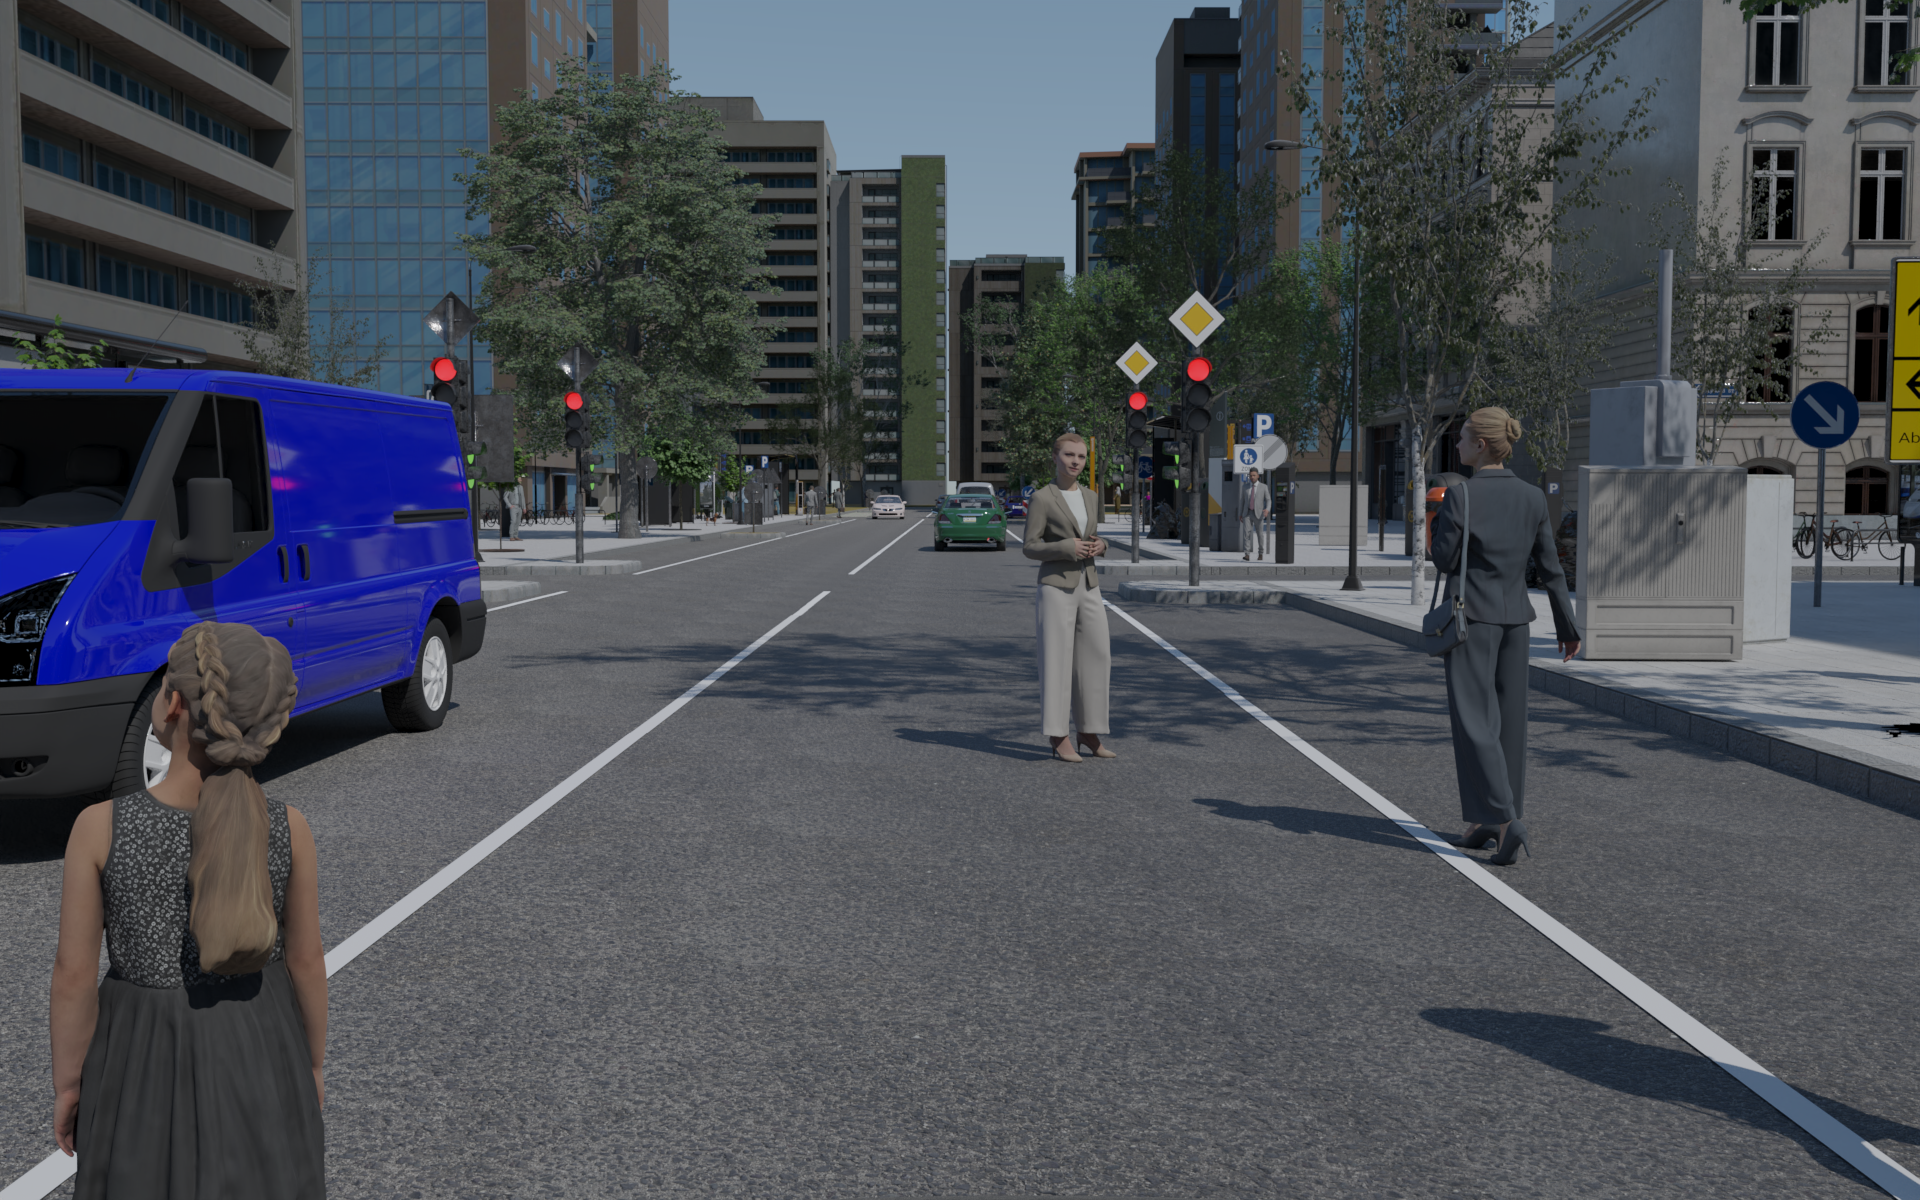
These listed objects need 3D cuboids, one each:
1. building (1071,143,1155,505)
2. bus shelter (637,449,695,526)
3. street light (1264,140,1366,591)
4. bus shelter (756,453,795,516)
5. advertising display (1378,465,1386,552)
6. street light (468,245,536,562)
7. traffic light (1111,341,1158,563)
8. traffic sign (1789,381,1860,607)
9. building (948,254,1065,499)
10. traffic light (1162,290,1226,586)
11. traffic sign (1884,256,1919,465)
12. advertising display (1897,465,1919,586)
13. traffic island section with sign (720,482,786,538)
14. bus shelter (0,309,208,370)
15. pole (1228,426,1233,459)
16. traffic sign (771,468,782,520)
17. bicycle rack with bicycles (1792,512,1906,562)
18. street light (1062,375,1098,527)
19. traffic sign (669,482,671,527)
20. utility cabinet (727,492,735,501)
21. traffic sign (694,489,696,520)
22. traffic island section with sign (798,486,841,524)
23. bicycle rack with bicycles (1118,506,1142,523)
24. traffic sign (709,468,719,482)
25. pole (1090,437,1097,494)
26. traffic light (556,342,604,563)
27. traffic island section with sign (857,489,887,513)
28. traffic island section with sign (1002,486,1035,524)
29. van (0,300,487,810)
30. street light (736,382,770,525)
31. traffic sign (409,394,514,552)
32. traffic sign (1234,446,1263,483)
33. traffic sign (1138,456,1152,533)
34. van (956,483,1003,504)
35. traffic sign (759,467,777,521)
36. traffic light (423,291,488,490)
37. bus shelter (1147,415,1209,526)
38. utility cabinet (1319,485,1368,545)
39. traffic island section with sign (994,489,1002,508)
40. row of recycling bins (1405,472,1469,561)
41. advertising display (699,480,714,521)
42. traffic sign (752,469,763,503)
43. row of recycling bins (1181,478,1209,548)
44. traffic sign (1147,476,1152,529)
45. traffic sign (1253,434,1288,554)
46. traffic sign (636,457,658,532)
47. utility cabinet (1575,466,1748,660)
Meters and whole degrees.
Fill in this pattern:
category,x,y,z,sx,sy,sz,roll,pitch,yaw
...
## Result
category,x,y,z,sx,sy,sz,roll,pitch,yaw
building,26.979,-34.255,214.687,28.867,44.769,22.147,0,3,0
bus shelter,-12.051,-4.950,72.212,1.731,3.624,6.357,0,4,0
street light,4.689,-3.080,22.905,1.470,5.913,1.316,0,3,0
bus shelter,-10.953,-6.841,103.127,1.731,3.624,6.357,0,4,0
advertising display,9.496,-2.066,38.997,0.123,1.923,0.974,1,4,12
street light,-8.598,-3.664,32.455,1.470,5.913,1.316,0,3,0
traffic light,3.232,-2.636,32.015,0.839,4.253,0.868,0,3,0
traffic sign,9.749,-1.193,19.617,0.768,2.556,0.104,0,4,4
building,5.497,-26.902,211.543,14.107,30.474,14.160,0,3,0
traffic light,3.245,-2.147,24.030,0.839,4.253,0.868,0,3,0
traffic sign,9.103,-1.287,14.908,2.265,3.308,0.079,0,4,2
advertising display,13.399,-1.145,23.938,0.123,1.923,0.974,-1,4,-18
traffic island section with sign,-6.771,-2.955,56.948,1.989,1.847,2.006,0,3,0
bus shelter,-11.811,-2.614,20.373,2.179,5.291,8.768,0,4,0
pole,8.119,-3.560,52.055,0.158,3.312,0.155,0,3,0
traffic sign,-9.216,-5.222,85.377,0.884,2.594,0.081,0,4,6
bicycle rack with bicycles,17.267,-1.264,34.045,2.925,0.926,2.852,-1,4,-18
street light,4.682,-5.810,67.528,1.470,5.913,1.316,0,3,0
traffic sign,-11.204,-4.083,66.863,0.768,2.556,0.104,0,4,2
utility cabinet,-13.614,-5.775,103.102,0.318,1.500,1.173,-1,4,-14
traffic sign,-13.210,-5.279,86.317,0.884,2.594,0.081,0,4,3
traffic island section with sign,-6.827,-4.653,84.697,1.989,1.847,2.006,0,3,0
bicycle rack with bicycles,8.589,-3.971,78.312,2.925,0.926,2.852,-1,4,-23
traffic sign,-11.562,-4.993,81.375,0.795,2.593,0.064,0,4,3
pole,4.702,-4.148,61.668,0.158,3.312,0.155,0,3,0
traffic light,-7.029,-2.634,31.982,0.839,4.253,0.868,0,3,0
traffic island section with sign,-6.912,-7.676,134.124,1.989,1.847,2.006,0,3,0
traffic island section with sign,3.194,-4.609,83.985,1.989,1.847,2.006,0,3,0
van,-4.133,-0.275,8.879,2.240,2.365,5.245,0,4,1
street light,-8.592,-6.082,71.978,1.470,5.913,1.316,0,3,0
traffic sign,-10.235,-2.547,35.521,2.265,3.308,0.079,1,4,9
traffic sign,5.982,-2.070,35.975,0.606,2.300,0.079,1,4,9
traffic sign,6.121,-3.522,57.689,0.768,2.556,0.104,0,4,0
van,0.590,-3.511,64.418,2.013,2.044,4.112,0,4,1
traffic sign,-9.242,-5.106,83.489,0.884,2.594,0.081,0,4,4
traffic light,-7.016,-2.145,23.997,0.839,4.253,0.868,0,3,0
bus shelter,6.840,-3.849,54.208,1.731,3.624,6.357,0,3,0
utility cabinet,9.509,-2.097,42.962,1.173,1.500,0.318,1,4,13
traffic island section with sign,3.063,-9.359,161.642,1.989,1.847,2.006,0,3,0
row of recycling bins,9.559,-1.675,34.498,1.069,1.692,3.534,0,4,7
advertising display,-11.997,-4.704,82.125,0.974,1.923,0.123,3,5,43
traffic sign,-10.298,-5.389,88.217,0.768,2.556,0.104,0,4,0
row of recycling bins,6.215,-2.202,43.119,1.069,1.692,3.534,0,4,-2
traffic sign,7.051,-3.898,63.840,0.768,2.556,0.104,0,4,6
traffic sign,6.575,-2.250,36.893,0.768,2.556,0.104,0,4,3
traffic sign,-10.638,-3.590,58.795,0.768,2.556,0.104,1,4,9
utility cabinet,5.383,-0.284,13.317,1.173,1.500,0.318,0,4,4
